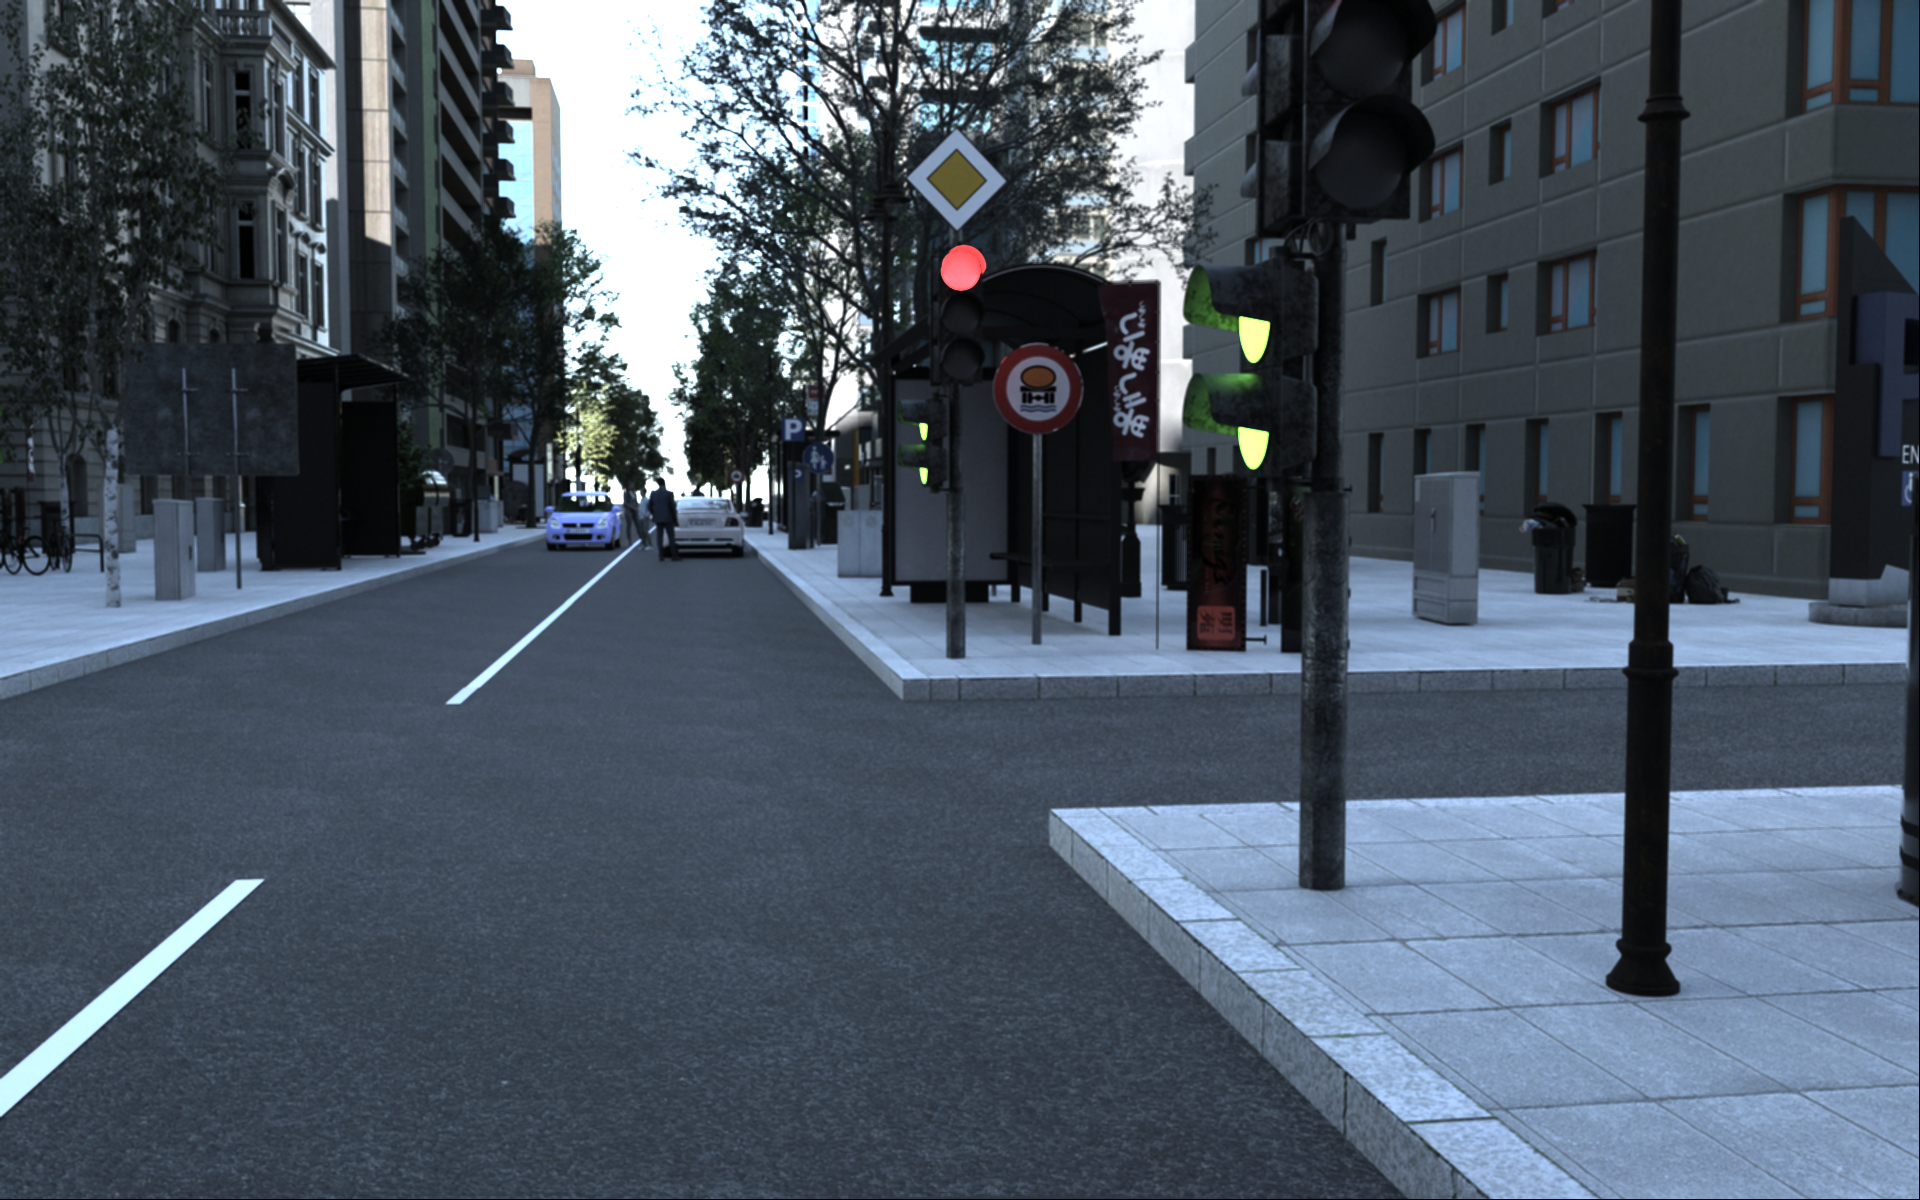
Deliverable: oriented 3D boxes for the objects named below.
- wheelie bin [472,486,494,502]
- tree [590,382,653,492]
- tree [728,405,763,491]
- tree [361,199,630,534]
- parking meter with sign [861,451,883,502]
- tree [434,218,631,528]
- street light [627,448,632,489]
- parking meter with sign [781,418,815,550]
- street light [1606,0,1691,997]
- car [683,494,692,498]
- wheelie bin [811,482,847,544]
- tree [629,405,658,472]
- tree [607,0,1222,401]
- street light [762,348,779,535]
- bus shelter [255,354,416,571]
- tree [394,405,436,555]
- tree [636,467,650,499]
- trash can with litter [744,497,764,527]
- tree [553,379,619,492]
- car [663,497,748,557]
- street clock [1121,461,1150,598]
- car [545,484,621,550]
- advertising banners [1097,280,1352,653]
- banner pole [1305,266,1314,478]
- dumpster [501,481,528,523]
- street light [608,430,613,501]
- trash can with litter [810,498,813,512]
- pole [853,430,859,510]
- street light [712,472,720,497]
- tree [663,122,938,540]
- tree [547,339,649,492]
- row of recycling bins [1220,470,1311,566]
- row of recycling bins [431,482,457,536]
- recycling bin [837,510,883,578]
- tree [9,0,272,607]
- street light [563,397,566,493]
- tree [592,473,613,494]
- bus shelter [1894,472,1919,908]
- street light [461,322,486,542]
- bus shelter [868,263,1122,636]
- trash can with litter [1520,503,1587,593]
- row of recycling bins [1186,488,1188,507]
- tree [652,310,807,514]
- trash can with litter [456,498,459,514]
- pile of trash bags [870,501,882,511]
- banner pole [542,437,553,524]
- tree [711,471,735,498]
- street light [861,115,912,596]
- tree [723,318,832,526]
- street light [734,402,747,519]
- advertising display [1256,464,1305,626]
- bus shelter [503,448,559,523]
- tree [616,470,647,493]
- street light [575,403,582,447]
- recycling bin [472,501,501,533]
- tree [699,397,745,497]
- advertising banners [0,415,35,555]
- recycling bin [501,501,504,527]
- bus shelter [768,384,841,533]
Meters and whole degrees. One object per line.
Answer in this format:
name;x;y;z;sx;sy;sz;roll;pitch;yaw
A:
wheelie bin;-17.859;-3.475;64.725;0.980;1.594;0.693;0;4;-3
tree;-33.599;-15.929;177.445;9.611;12.733;9.660;0;3;0
tree;-15.837;-10.679;124.962;4.737;8.622;4.395;0;3;0
tree;-15.241;-7.339;54.399;7.601;10.594;8.767;0;4;1
parking meter with sign;-3.137;-4.580;71.150;1.738;3.016;0.543;-1;4;-15
tree;-15.980;-8.507;64.850;9.928;11.665;9.643;0;3;0
street light;-29.731;-11.135;154.851;0.468;5.910;1.993;-1;4;-9
parking meter with sign;-3.726;-2.700;40.403;0.543;3.016;1.738;0;4;5
street light;1.776;-1.929;4.326;0.468;5.910;1.993;-1;4;-9
car;-17.588;-6.280;114.483;2.131;1.459;4.920;0;4;-7
wheelie bin;-3.395;-2.237;44.484;0.980;1.594;0.693;-3;4;-37
tree;-31.393;-13.803;160.087;7.601;10.594;8.767;0;4;-3
tree;-1.080;-7.313;29.938;12.009;13.543;11.850;0;3;0
street light;-5.993;-5.014;54.763;0.468;5.910;1.993;-1;4;-9
bus shelter;-11.379;-2.487;31.941;1.731;3.624;6.357;-1;4;-9
tree;-12.023;-2.576;36.713;1.663;3.219;1.824;0;3;0
tree;-40.531;-16.330;217.364;4.360;8.622;3.978;0;3;0
trash can with litter;-8.026;-3.403;67.027;0.624;1.170;1.055;-3;4;-38
tree;-23.387;-9.722;109.324;4.737;8.622;4.395;0;3;0
car;-6.031;-1.740;40.805;2.083;1.381;4.827;0;4;-7
street clock;2.127;-1.037;21.519;0.358;2.002;0.471;-3;4;-37
car;-9.798;-2.178;45.201;1.945;1.707;3.694;0;4;-7
advertising banners;2.126;-1.095;14.084;2.074;3.025;0.090;1;4;17
banner pole;3.882;-1.795;19.365;0.401;3.779;0.863;1;4;11
dumpster;-19.193;-4.235;75.007;1.264;1.857;1.865;-1;4;-9
street light;-24.492;-9.085;121.322;0.468;5.910;1.993;-1;4;-9
trash can with litter;-4.514;-2.388;50.439;0.624;1.170;1.055;1;4;16
pole;-3.295;-3.735;54.911;0.158;3.312;0.155;0;3;0
street light;-25.235;-12.633;179.337;0.468;5.910;1.993;-1;4;-9
tree;-3.926;-7.520;48.712;9.928;11.665;9.643;0;3;0
tree;-26.634;-12.767;126.866;7.486;12.596;7.792;0;3;0
row of recycling bins;5.576;-1.498;31.597;1.069;1.692;3.534;-1;4;-22
row of recycling bins;-16.415;-2.873;54.089;1.069;1.692;3.534;0;4;-8
recycling bin;-1.478;-0.877;26.899;0.722;1.027;0.722;1;4;10
tree;-9.758;-4.235;19.603;4.360;8.622;3.978;0;3;0
street light;-18.112;-6.517;79.339;0.468;5.910;1.993;-1;4;-9
tree;-27.339;-8.504;133.643;1.663;3.219;1.824;0;3;0
bus shelter;3.759;-1.448;1.302;2.179;5.291;8.768;-1;4;-9
street light;-13.066;-4.517;46.636;0.468;5.910;1.993;-1;4;-9
bus shelter;0.328;-1.468;17.926;2.014;3.302;5.546;-1;4;-9
trash can with litter;7.749;-0.681;22.519;0.624;1.170;1.055;3;4;37
row of recycling bins;7.881;-2.653;50.494;1.069;1.692;3.534;-2;4;-32
tree;-13.533;-11.521;105.374;9.611;12.733;9.660;0;3;0
trash can with litter;-17.968;-2.988;60.242;1.055;1.170;0.624;1;4;21
pile of trash bags;-1.669;-2.385;48.741;1.912;1.369;3.447;1;4;19
banner pole;-17.886;-5.211;75.210;0.401;3.779;0.863;-3;5;-42
tree;-28.575;-13.738;208.336;4.285;4.588;4.351;0;3;0
street light;-0.925;-2.988;21.640;0.468;5.910;1.993;-1;4;-9
tree;-7.398;-7.254;68.966;4.360;8.622;3.978;0;3;0
street light;-11.013;-7.012;87.438;0.468;5.910;1.993;-1;4;-9
advertising display;3.179;-0.730;17.157;0.123;1.923;0.974;2;4;32
bus shelter;-19.652;-5.240;79.603;2.014;3.302;5.546;-1;4;-9
tree;-38.910;-13.719;208.025;4.285;4.588;4.351;0;3;0
street light;-19.429;-7.056;88.159;0.468;5.910;1.993;-1;4;-9
recycling bin;-15.684;-2.723;57.082;0.722;1.027;0.722;0;4;0
tree;-26.682;-16.830;193.304;7.486;12.596;7.792;0;3;0
advertising banners;-20.345;-2.523;37.443;0.090;3.025;2.074;-1;4;-9
recycling bin;-18.046;-3.332;67.035;0.722;1.027;0.722;-1;4;-14
bus shelter;-5.569;-5.089;60.838;2.179;5.291;8.768;-1;4;-9
